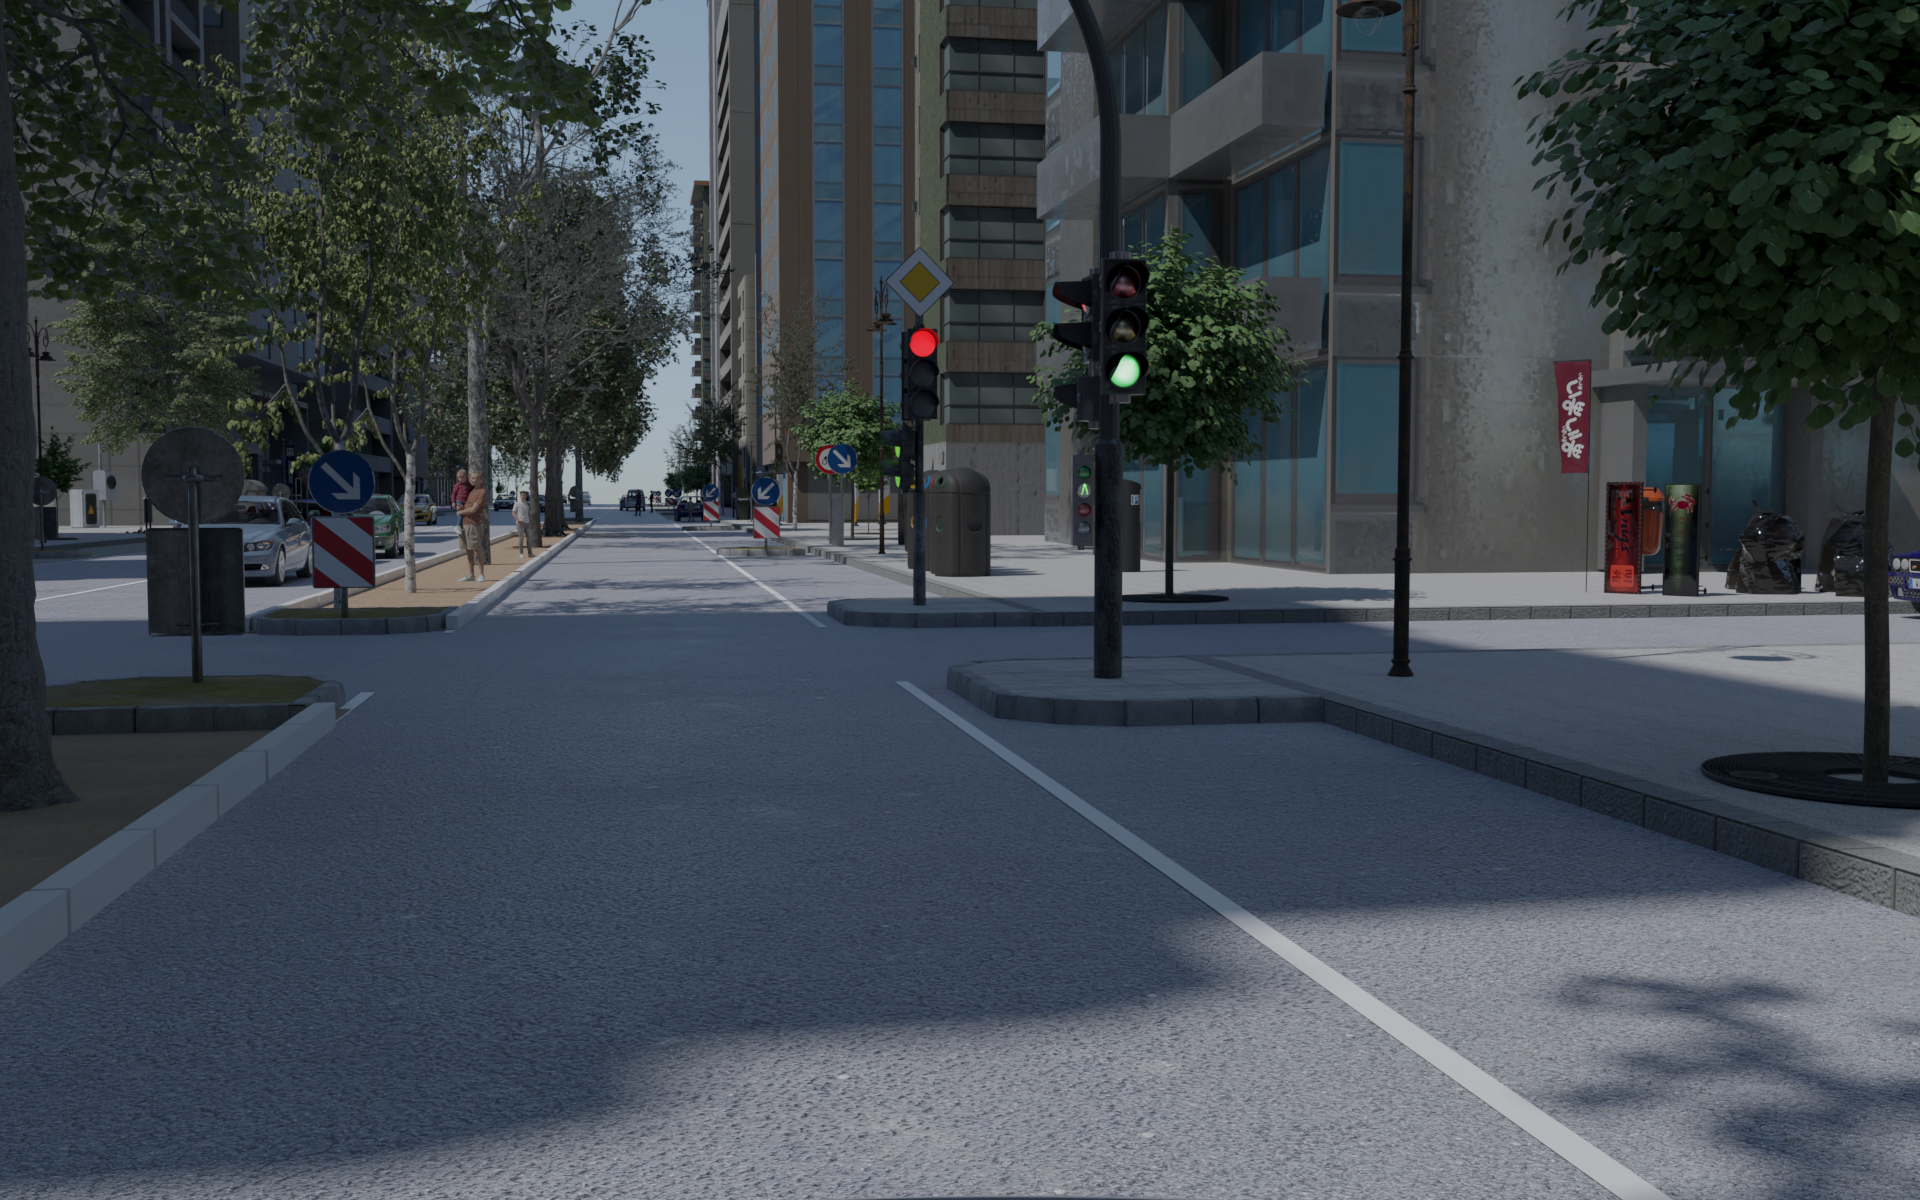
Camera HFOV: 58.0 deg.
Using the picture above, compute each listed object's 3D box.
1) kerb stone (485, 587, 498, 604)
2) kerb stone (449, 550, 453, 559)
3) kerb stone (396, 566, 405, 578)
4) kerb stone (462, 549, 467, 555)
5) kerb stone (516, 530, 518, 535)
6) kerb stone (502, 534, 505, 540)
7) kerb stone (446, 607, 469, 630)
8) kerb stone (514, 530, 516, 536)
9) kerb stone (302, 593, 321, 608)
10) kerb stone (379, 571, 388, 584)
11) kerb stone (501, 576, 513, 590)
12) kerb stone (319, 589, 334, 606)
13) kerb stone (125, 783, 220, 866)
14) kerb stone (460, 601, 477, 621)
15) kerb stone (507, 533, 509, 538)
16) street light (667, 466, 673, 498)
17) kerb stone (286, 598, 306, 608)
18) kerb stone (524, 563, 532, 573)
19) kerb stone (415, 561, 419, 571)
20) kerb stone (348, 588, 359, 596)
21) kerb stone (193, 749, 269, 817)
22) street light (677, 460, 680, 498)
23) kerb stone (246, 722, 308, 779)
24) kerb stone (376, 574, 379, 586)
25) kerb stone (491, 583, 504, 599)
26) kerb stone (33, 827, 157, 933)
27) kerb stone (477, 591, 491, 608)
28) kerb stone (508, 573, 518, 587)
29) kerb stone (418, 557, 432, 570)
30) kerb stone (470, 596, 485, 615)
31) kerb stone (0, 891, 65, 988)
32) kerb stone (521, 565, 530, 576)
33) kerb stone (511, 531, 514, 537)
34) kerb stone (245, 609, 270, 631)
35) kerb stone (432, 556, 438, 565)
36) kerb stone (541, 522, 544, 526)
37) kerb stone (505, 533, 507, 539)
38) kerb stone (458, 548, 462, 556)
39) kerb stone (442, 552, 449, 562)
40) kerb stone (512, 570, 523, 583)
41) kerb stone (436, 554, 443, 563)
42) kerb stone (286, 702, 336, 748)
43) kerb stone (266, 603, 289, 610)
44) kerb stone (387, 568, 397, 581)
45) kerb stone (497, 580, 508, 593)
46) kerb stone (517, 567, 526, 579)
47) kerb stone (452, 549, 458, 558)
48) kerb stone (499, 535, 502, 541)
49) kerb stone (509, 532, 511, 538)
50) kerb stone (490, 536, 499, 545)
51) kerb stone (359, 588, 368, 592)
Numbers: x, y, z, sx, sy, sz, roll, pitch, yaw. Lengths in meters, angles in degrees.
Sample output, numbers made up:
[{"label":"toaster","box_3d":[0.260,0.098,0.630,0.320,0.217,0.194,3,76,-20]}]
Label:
[{"label":"kerb stone","box_3d":[-6.204,-0.034,22.747,0.120,0.150,1.000,-1,4,-11]},{"label":"kerb stone","box_3d":[-11.150,-0.935,37.530,0.120,0.150,1.000,-1,4,-11]},{"label":"kerb stone","box_3d":[-9.625,-0.444,29.481,0.120,0.150,1.000,-1,4,-11]},{"label":"kerb stone","box_3d":[-11.721,-1.121,40.555,0.120,0.150,1.000,-1,4,-11]},{"label":"kerb stone","box_3d":[-15.163,-2.227,58.658,0.120,0.150,1.000,-1,4,-11]},{"label":"kerb stone","box_3d":[-14.012,-1.861,52.618,0.120,0.150,1.000,-1,4,-11]},{"label":"kerb stone","box_3d":[-5.443,0.212,18.722,0.120,0.150,1.000,-1,4,-11]},{"label":"kerb stone","box_3d":[-14.963,-2.169,57.655,0.120,0.150,1.000,-1,4,-11]},{"label":"kerb stone","box_3d":[-8.093,0.047,21.429,0.120,0.150,1.000,-1,4,-11]},{"label":"kerb stone","box_3d":[-9.240,-0.321,27.464,0.120,0.150,1.000,-1,4,-11]},{"label":"kerb stone","box_3d":[-6.777,-0.218,25.759,0.120,0.150,1.000,-1,4,-11]},{"label":"kerb stone","box_3d":[-8.275,-0.010,22.435,0.120,0.150,1.000,-1,4,-11]},{"label":"kerb stone","box_3d":[-3.239,0.921,7.129,0.120,0.150,1.000,-1,4,-11]},{"label":"kerb stone","box_3d":[-5.632,0.151,19.726,0.120,0.150,1.000,-1,4,-11]},{"label":"kerb stone","box_3d":[-14.392,-1.984,54.627,0.120,0.150,1.000,-1,4,-11]},{"label":"street light","box_3d":[-42.112,-16.953,249.966,0.468,5.910,1.993,-1,4,-11]},{"label":"kerb stone","box_3d":[-7.901,0.110,20.423,0.120,0.150,1.000,-1,4,-11]},{"label":"kerb stone","box_3d":[-7.741,-0.526,30.801,0.120,0.150,1.000,-1,4,-11]},{"label":"kerb stone","box_3d":[-9.998,-0.569,31.491,0.120,0.150,1.000,-1,4,-11]},{"label":"kerb stone","box_3d":[-8.666,-0.137,24.441,0.120,0.150,1.000,-1,4,-11]},{"label":"kerb stone","box_3d":[-3.431,0.860,8.142,0.120,0.150,1.000,-1,4,-11]},{"label":"street light","box_3d":[-31.449,-13.518,193.799,0.468,5.910,1.993,-1,4,-11]},{"label":"kerb stone","box_3d":[-3.619,0.798,9.160,0.120,0.150,1.000,-1,4,-11]},{"label":"kerb stone","box_3d":[-9.045,-0.261,26.460,0.120,0.150,1.000,-1,4,-11]},{"label":"kerb stone","box_3d":[-6.387,-0.095,23.752,0.120,0.150,1.000,-1,4,-11]},{"label":"kerb stone","box_3d":[-3.050,0.983,6.124,0.120,0.150,1.000,-1,4,-11]},{"label":"kerb stone","box_3d":[-6.016,0.028,21.733,0.120,0.150,1.000,-1,4,-11]},{"label":"kerb stone","box_3d":[-6.968,-0.280,26.770,0.120,0.150,1.000,-1,4,-11]},{"label":"kerb stone","box_3d":[-10.382,-0.691,33.500,0.120,0.150,1.000,-1,4,-11]},{"label":"kerb stone","box_3d":[-5.822,0.093,20.730,0.120,0.150,1.000,-1,4,-11]},{"label":"kerb stone","box_3d":[-2.862,1.045,5.116,0.120,0.150,1.000,-1,4,-11]},{"label":"kerb stone","box_3d":[-7.542,-0.459,29.799,0.120,0.150,1.000,-1,4,-11]},{"label":"kerb stone","box_3d":[-14.777,-2.107,56.650,0.120,0.150,1.000,-1,4,-11]},{"label":"kerb stone","box_3d":[-7.515,0.233,18.416,0.120,0.150,1.000,-1,4,-11]},{"label":"kerb stone","box_3d":[-10.577,-0.752,34.504,0.120,0.150,1.000,-1,4,-11]},{"label":"kerb stone","box_3d":[-19.361,-3.584,80.801,0.120,0.150,1.000,-1,4,-11]},{"label":"kerb stone","box_3d":[-14.200,-1.916,53.623,0.120,0.150,1.000,-1,4,-11]},{"label":"kerb stone","box_3d":[-11.537,-1.061,39.544,0.120,0.150,1.000,-1,4,-11]},{"label":"kerb stone","box_3d":[-10.952,-0.876,36.523,0.120,0.150,1.000,-1,4,-11]},{"label":"kerb stone","box_3d":[-7.150,-0.342,27.782,0.120,0.150,1.000,-1,4,-11]},{"label":"kerb stone","box_3d":[-10.766,-0.814,35.518,0.120,0.150,1.000,-1,4,-11]},{"label":"kerb stone","box_3d":[-3.812,0.736,10.164,0.120,0.150,1.000,-1,4,-11]},{"label":"kerb stone","box_3d":[-7.714,0.170,19.418,0.120,0.150,1.000,-1,4,-11]},{"label":"kerb stone","box_3d":[-9.423,-0.384,28.469,0.120,0.150,1.000,-1,4,-11]},{"label":"kerb stone","box_3d":[-6.589,-0.156,24.754,0.120,0.150,1.000,-1,4,-11]},{"label":"kerb stone","box_3d":[-7.351,-0.403,28.785,0.120,0.150,1.000,-1,4,-11]},{"label":"kerb stone","box_3d":[-11.339,-0.997,38.542,0.120,0.150,1.000,-1,4,-11]},{"label":"kerb stone","box_3d":[-13.821,-1.799,51.614,0.120,0.150,1.000,-1,4,-11]},{"label":"kerb stone","box_3d":[-14.590,-2.041,55.641,0.120,0.150,1.000,-1,4,-11]},{"label":"kerb stone","box_3d":[-13.632,-1.738,50.610,0.120,0.150,1.000,-1,4,-11]},{"label":"kerb stone","box_3d":[-8.845,-0.199,25.452,0.120,0.150,1.000,-1,4,-11]}]
